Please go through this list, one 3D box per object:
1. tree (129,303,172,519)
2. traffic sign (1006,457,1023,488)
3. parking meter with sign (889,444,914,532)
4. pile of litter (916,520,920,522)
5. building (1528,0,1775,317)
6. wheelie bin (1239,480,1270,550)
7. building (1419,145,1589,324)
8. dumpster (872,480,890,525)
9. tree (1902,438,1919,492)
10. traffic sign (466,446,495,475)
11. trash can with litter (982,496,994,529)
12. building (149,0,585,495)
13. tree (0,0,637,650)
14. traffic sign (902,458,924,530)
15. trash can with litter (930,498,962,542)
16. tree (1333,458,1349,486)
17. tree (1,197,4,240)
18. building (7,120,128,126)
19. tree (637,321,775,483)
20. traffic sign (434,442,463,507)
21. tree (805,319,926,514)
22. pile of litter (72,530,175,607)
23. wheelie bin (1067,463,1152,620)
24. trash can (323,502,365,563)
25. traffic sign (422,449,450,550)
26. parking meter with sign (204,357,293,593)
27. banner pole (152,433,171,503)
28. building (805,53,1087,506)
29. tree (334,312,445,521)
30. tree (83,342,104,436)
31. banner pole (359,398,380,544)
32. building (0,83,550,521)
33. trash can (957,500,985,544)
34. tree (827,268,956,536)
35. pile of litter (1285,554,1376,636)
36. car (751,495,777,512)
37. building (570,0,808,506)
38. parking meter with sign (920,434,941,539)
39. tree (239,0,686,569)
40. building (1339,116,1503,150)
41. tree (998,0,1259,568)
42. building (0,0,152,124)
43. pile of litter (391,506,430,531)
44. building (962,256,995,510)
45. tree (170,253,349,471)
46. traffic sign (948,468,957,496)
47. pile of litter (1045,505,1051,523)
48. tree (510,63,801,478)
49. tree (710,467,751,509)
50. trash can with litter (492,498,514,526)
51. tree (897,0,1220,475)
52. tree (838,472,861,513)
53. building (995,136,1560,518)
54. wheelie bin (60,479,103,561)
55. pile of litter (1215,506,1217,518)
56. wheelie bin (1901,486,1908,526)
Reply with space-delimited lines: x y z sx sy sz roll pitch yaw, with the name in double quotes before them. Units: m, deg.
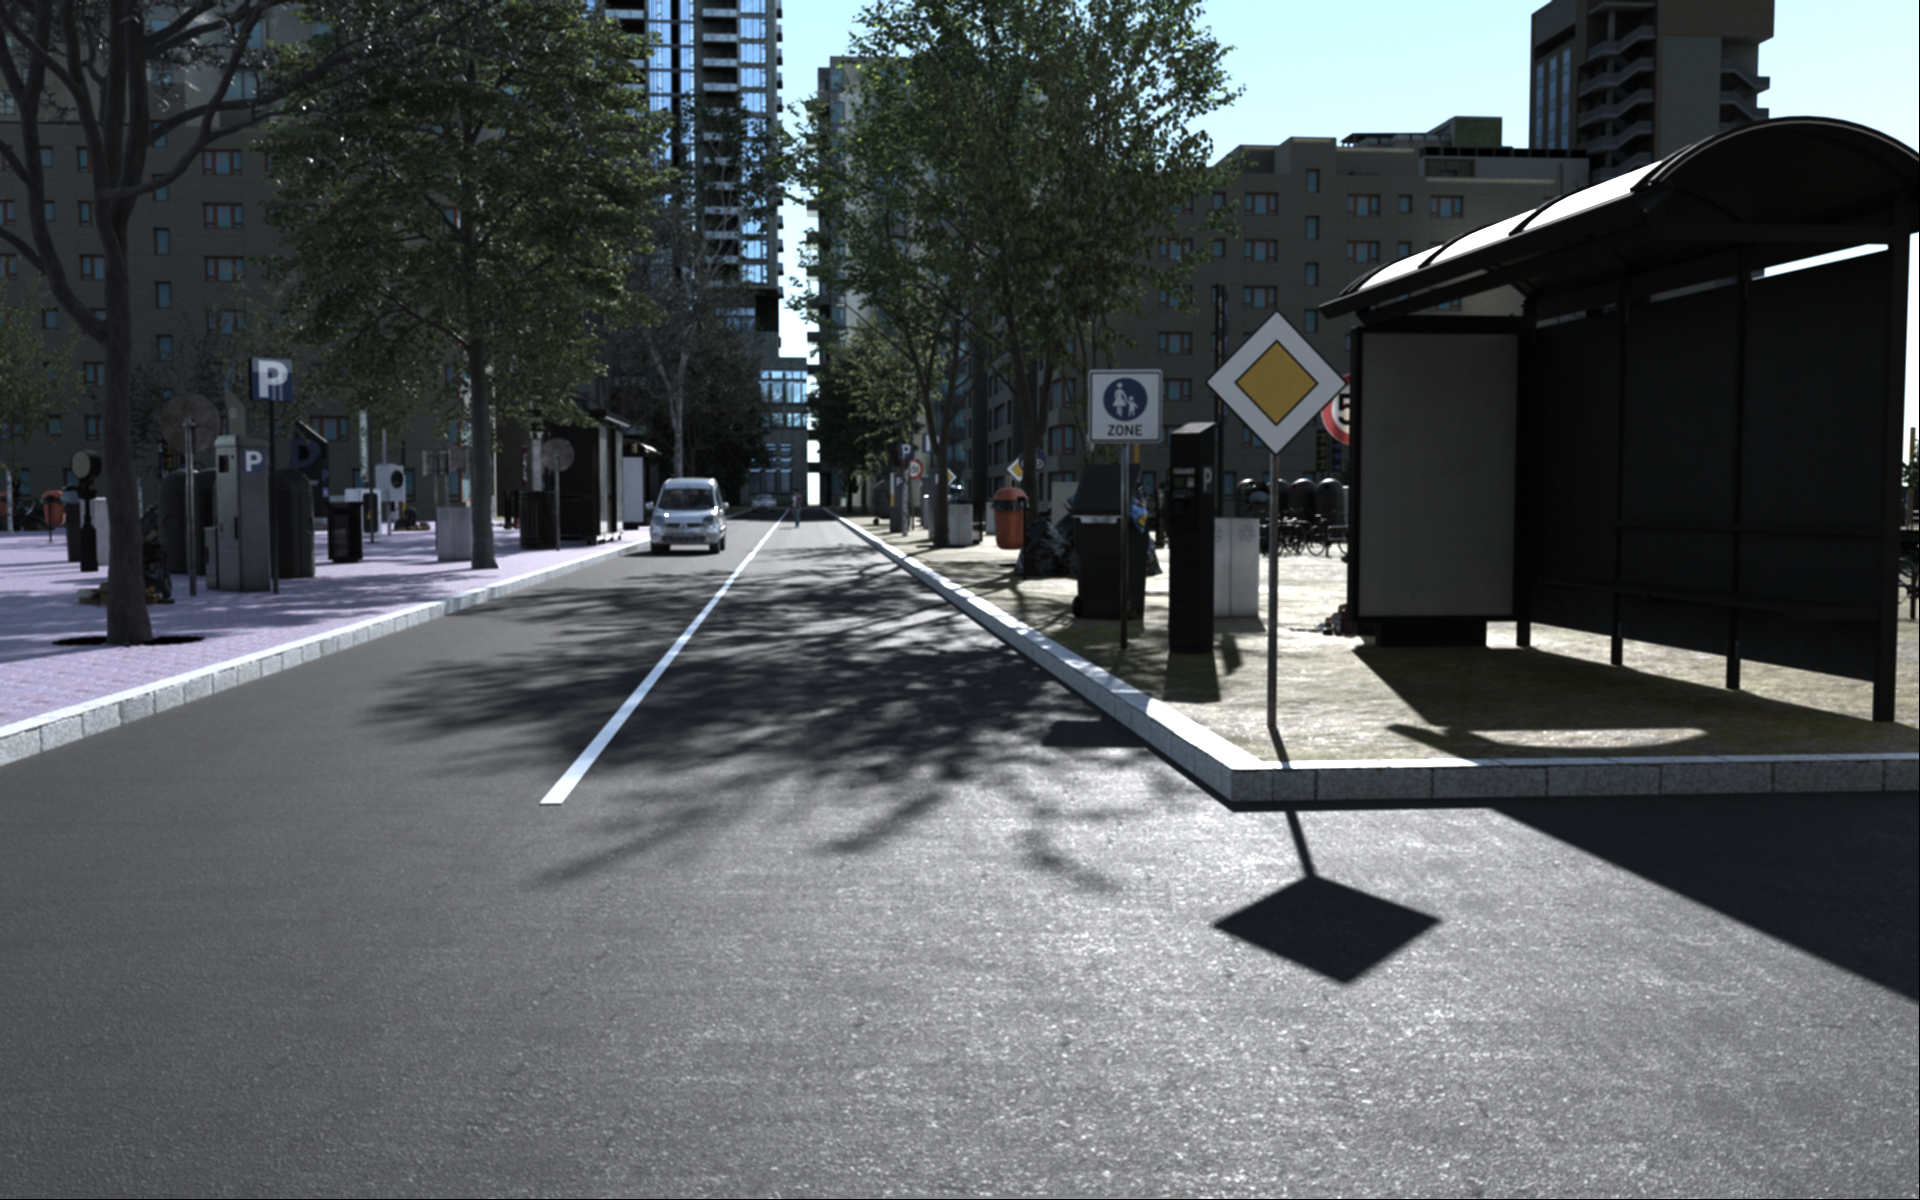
"tree" -27.975 -6.939 63.819 4.360 8.622 3.978 0 3 0
"traffic sign" 1.809 -3.163 52.907 0.795 2.450 0.064 0 4 1
"parking meter with sign" -2.007 -3.836 58.975 0.543 3.016 1.738 1 4 11
"pile of litter" -1.303 -4.022 79.730 1.176 0.858 1.719 -2 4 -32
"building" 57.807 -30.391 146.995 14.200 45.320 14.600 0 4 -5
"wheelie bin" 6.880 -1.969 40.099 0.693 1.594 0.980 -1 4 -23
"building" 43.574 -22.977 147.382 14.107 30.474 14.160 0 4 -5
"dumpster" -3.039 -4.118 73.093 1.264 1.857 1.865 0 4 -5
"tree" 28.555 -3.478 51.461 1.663 3.219 1.824 0 3 0
"traffic sign" -10.187 -2.120 36.798 0.606 2.300 0.079 0 4 1
"trash can with litter" 1.508 -3.191 63.234 2.233 1.210 1.678 -3 5 -39
"building" -45.165 -31.446 133.753 30.456 49.044 23.786 0 4 -5
"tree" -7.272 -6.363 14.409 12.009 13.543 11.850 0 3 0
"traffic sign" -1.668 -3.744 61.318 0.768 2.556 0.104 0 4 1
"trash can with litter" -0.285 -2.119 46.040 0.624 1.170 1.055 3 4 36
"tree" 18.120 -5.172 79.163 1.663 3.219 1.824 0 3 0
"tree" -23.319 -5.458 39.601 4.737 8.622 4.395 0 3 0
"building" -68.312 -22.385 137.699 14.107 30.474 14.160 0 4 -5
"tree" -16.110 -11.721 108.646 9.611 12.733 9.660 0 3 0
"traffic sign" -12.445 -2.565 42.038 0.768 2.556 0.104 0 4 -3
"tree" -6.097 -11.856 111.972 7.486 12.596 7.792 0 3 0
"pile of litter" -9.822 -0.392 20.379 1.176 0.858 1.719 -1 4 -10
"wheelie bin" 1.550 -0.612 17.914 0.980 1.594 0.693 2 4 31
"trash can" -11.496 -1.267 32.369 0.748 1.137 0.748 0 3 0
"traffic sign" -11.952 -2.288 39.534 0.606 2.300 0.079 0 4 -3
"parking meter with sign" -9.455 -1.626 22.853 1.738 3.016 0.543 3 5 42
"banner pole" -32.599 -4.933 70.676 0.863 3.779 0.401 -2 4 -32
"building" -1.633 -34.926 190.640 30.456 49.044 23.786 0 4 -5
"tree" -22.850 -7.270 69.235 4.737 8.622 4.395 0 3 0
"tree" -36.800 -7.773 77.450 4.360 8.622 3.978 0 3 0
"banner pole" -15.438 -3.368 45.091 0.401 3.779 0.863 -3 5 -43
"building" -38.918 -15.351 96.033 27.650 21.520 28.899 0 4 -5
"trash can" 0.279 -2.013 44.568 0.748 1.137 0.748 0 3 0
"tree" -1.777 -6.261 52.722 4.360 8.622 3.978 0 3 0
"pile of litter" 3.904 -0.123 15.972 1.176 0.858 1.719 -3 4 -38
"car" -15.854 -7.813 140.101 2.083 1.381 4.827 0 4 -3
"building" -32.182 -53.424 186.146 31.000 86.520 22.319 0 4 -5
"parking meter with sign" -0.670 -3.238 49.206 0.543 3.016 1.738 -1 4 -10
"tree" -8.335 -6.791 29.165 7.486 12.596 7.792 0 3 0
"building" 49.797 -30.995 190.370 14.086 41.232 14.154 0 4 -5
"tree" 1.340 -6.405 30.482 9.928 11.665 9.643 0 3 0
"building" -84.730 -36.462 185.393 27.495 52.752 28.713 0 4 -5
"pile of litter" -19.161 -2.869 60.869 1.719 0.858 1.176 -2 4 -30
"building" 15.298 -17.859 137.031 27.650 21.520 28.899 0 4 -5
"tree" -21.249 -6.322 53.732 4.360 8.622 3.978 0 3 0
"traffic sign" -0.531 -4.636 76.988 0.795 2.450 0.064 0 4 -4
"pile of litter" 4.095 -3.531 71.702 1.176 0.858 1.719 2 4 34
"tree" -13.647 -13.517 76.897 12.611 20.169 13.585 0 3 0
"tree" -19.525 -9.974 146.784 4.285 4.588 4.351 0 3 0
"trash can with litter" -18.416 -3.590 69.761 1.678 1.210 2.233 2 4 35
"tree" 1.470 -4.383 22.029 4.737 8.622 4.395 0 3 0
"tree" -7.419 -7.683 120.223 1.663 3.219 1.824 0 3 0
"building" 17.747 -16.101 108.289 27.650 21.520 28.899 0 4 -5
"wheelie bin" -16.797 -1.543 33.141 0.693 1.594 0.980 -1 4 -23
"pile of litter" 9.712 -3.320 68.253 1.719 0.858 1.176 -3 4 -38
"wheelie bin" 38.078 -3.808 70.174 0.693 1.594 0.980 -3 4 -39
